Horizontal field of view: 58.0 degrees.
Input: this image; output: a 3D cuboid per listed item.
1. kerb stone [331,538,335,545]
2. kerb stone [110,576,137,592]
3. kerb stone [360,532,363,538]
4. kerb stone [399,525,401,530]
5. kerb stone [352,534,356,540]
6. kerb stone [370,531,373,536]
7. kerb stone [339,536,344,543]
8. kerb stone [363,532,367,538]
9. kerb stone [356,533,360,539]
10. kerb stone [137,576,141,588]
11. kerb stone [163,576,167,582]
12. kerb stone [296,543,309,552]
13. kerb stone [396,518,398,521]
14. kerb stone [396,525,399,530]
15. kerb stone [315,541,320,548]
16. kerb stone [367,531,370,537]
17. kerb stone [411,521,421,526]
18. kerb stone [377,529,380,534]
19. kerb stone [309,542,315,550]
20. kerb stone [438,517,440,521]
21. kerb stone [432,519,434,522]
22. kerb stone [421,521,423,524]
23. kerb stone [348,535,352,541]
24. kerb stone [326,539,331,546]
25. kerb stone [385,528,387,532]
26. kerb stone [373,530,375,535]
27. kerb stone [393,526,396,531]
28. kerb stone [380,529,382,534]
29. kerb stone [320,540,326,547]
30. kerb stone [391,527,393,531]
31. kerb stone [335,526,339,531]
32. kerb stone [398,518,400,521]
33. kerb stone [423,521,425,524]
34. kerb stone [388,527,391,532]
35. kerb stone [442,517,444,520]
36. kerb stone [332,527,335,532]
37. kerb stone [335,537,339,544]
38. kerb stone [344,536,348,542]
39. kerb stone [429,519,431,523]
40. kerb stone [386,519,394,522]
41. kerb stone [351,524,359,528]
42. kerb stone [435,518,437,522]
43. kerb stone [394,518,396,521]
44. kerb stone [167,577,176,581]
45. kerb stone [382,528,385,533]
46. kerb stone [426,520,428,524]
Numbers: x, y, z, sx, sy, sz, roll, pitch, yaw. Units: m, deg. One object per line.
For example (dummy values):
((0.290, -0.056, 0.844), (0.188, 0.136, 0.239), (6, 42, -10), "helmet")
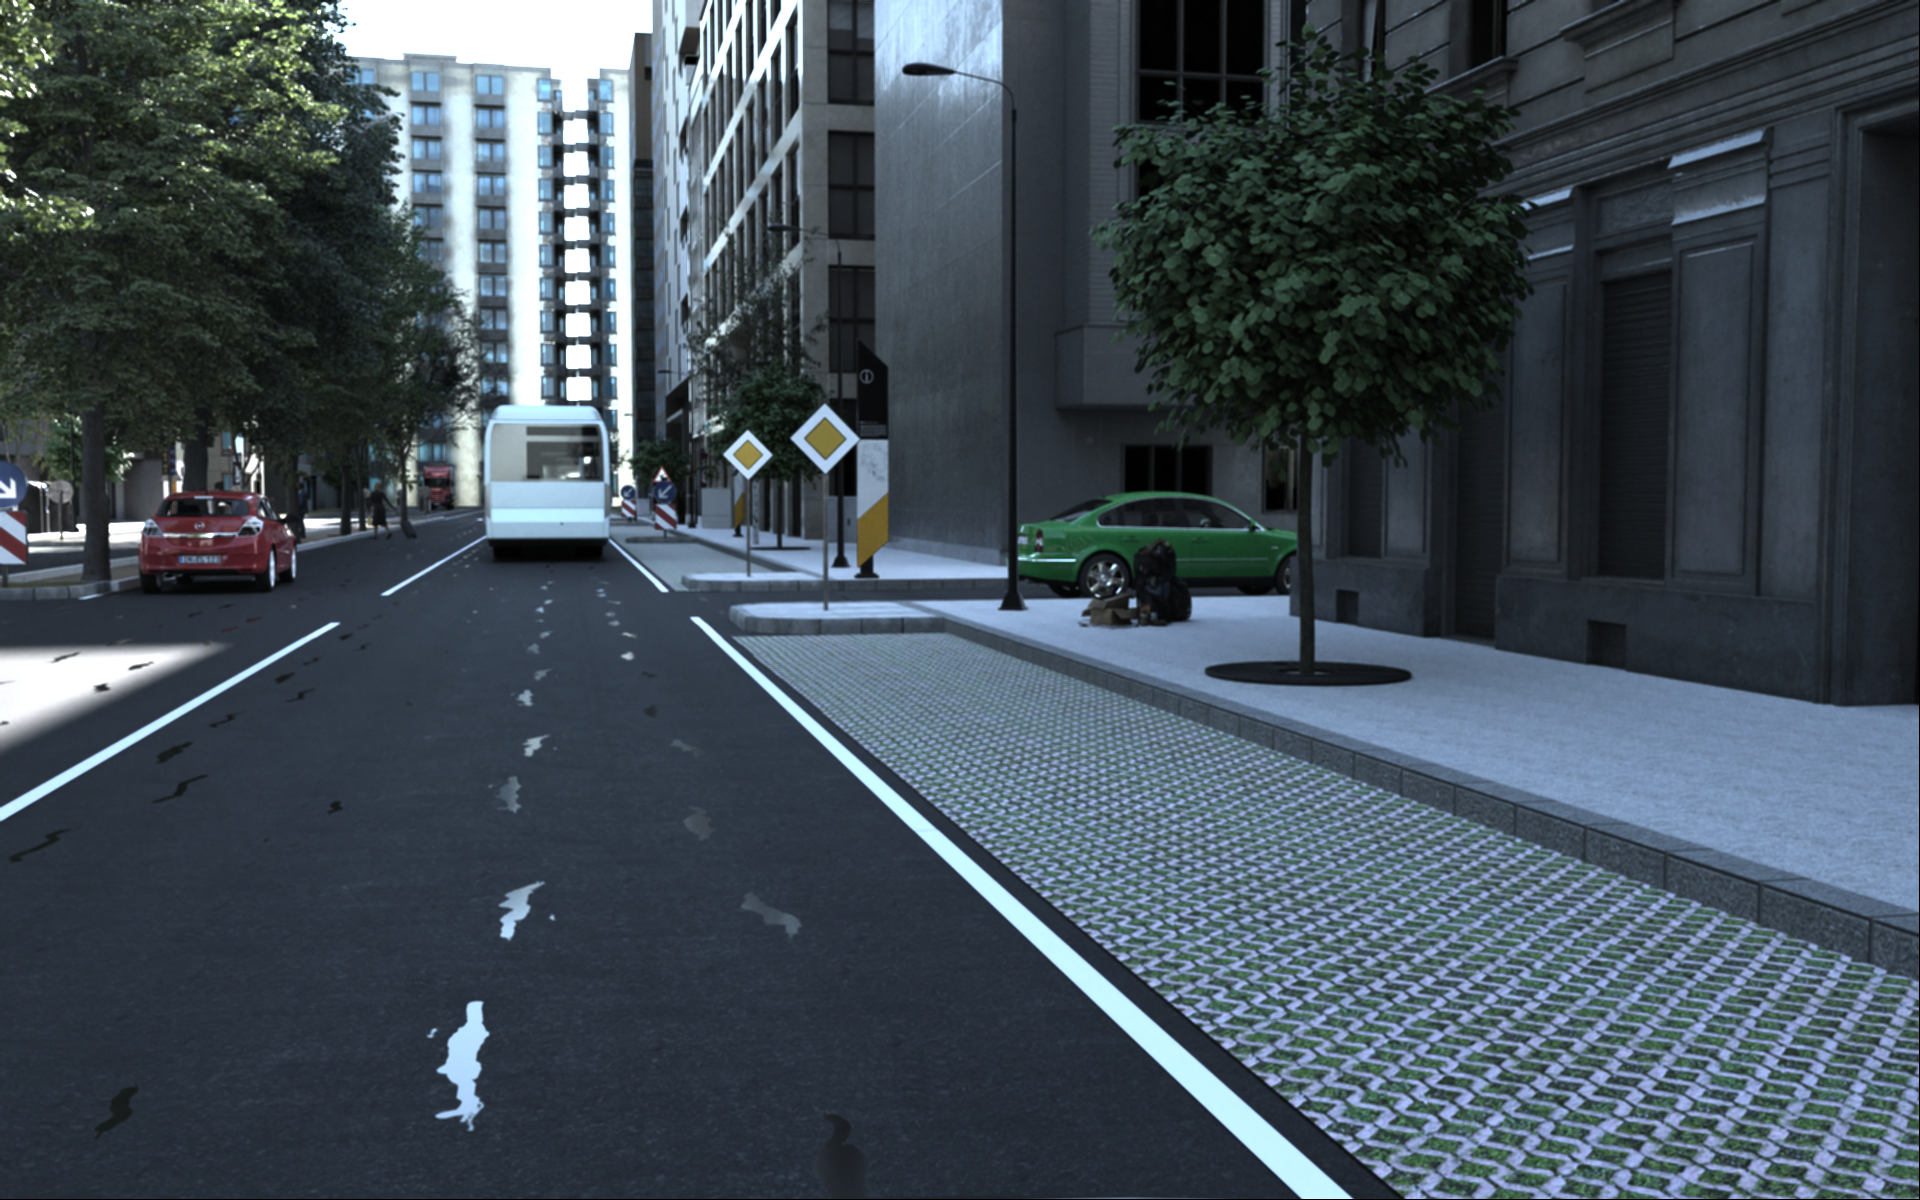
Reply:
((-17.819, -1.626, 48.838), (0.120, 0.150, 1.000), (-1, 4, -13), "kerb stone")
((-12.503, -0.223, 25.852), (0.120, 0.150, 1.000), (-1, 4, -13), "kerb stone")
((-19.436, -2.058, 55.839), (0.120, 0.150, 1.000), (-1, 4, -13), "kerb stone")
((-22.438, -2.852, 68.829), (0.120, 0.150, 1.000), (-1, 4, -13), "kerb stone")
((-18.973, -1.930, 53.842), (0.120, 0.150, 1.000), (-1, 4, -13), "kerb stone")
((-20.127, -2.240, 58.833), (0.120, 0.150, 1.000), (-1, 4, -13), "kerb stone")
((-18.283, -1.752, 50.835), (0.120, 0.150, 1.000), (-1, 4, -13), "kerb stone")
((-19.660, -2.118, 56.837), (0.120, 0.150, 1.000), (-1, 4, -13), "kerb stone")
((-19.207, -1.997, 54.843), (0.120, 0.150, 1.000), (-1, 4, -13), "kerb stone")
((-12.735, -0.285, 26.847), (0.120, 0.150, 1.000), (-1, 4, -13), "kerb stone")
((-12.966, -0.346, 27.846), (0.120, 0.150, 1.000), (-1, 4, -13), "kerb stone")
((-16.660, -1.320, 43.823), (0.120, 0.150, 1.000), (-1, 4, -13), "kerb stone")
((-29.568, -4.167, 90.323), (0.120, 0.150, 1.000), (-1, 4, -13), "kerb stone")
((-22.197, -2.791, 67.828), (0.120, 0.150, 1.000), (-1, 4, -13), "kerb stone")
((-17.122, -1.445, 45.828), (0.120, 0.150, 1.000), (-1, 4, -13), "kerb stone")
((-19.899, -2.180, 57.833), (0.120, 0.150, 1.000), (-1, 4, -13), "kerb stone")
((-24.753, -3.464, 78.835), (0.120, 0.150, 1.000), (-1, 4, -13), "kerb stone")
((-20.586, -2.363, 60.832), (0.120, 0.150, 1.000), (-1, 4, -13), "kerb stone")
((-16.891, -1.382, 44.832), (0.120, 0.150, 1.000), (-1, 4, -13), "kerb stone")
((-27.523, -4.197, 90.821), (0.120, 0.150, 1.000), (-1, 4, -13), "kerb stone")
((-26.596, -3.952, 86.816), (0.120, 0.150, 1.000), (-1, 4, -13), "kerb stone")
((-24.984, -3.522, 79.831), (0.120, 0.150, 1.000), (-1, 4, -13), "kerb stone")
((-18.742, -1.871, 52.846), (0.120, 0.150, 1.000), (-1, 4, -13), "kerb stone")
((-17.583, -1.568, 47.837), (0.120, 0.150, 1.000), (-1, 4, -13), "kerb stone")
((-21.294, -2.547, 63.832), (0.120, 0.150, 1.000), (-1, 4, -13), "kerb stone")
((-20.360, -2.296, 59.832), (0.120, 0.150, 1.000), (-1, 4, -13), "kerb stone")
((-21.979, -2.730, 66.829), (0.120, 0.150, 1.000), (-1, 4, -13), "kerb stone")
((-20.823, -2.422, 61.835), (0.120, 0.150, 1.000), (-1, 4, -13), "kerb stone")
((-17.353, -1.495, 46.833), (0.120, 0.150, 1.000), (-1, 4, -13), "kerb stone")
((-21.748, -2.669, 65.833), (0.120, 0.150, 1.000), (-1, 4, -13), "kerb stone")
((-24.019, -2.701, 66.351), (0.120, 0.150, 1.000), (-1, 4, -13), "kerb stone")
((-29.777, -4.219, 91.324), (0.120, 0.150, 1.000), (-1, 4, -13), "kerb stone")
((-25.208, -3.586, 80.829), (0.120, 0.150, 1.000), (-1, 4, -13), "kerb stone")
((-21.516, -2.608, 64.830), (0.120, 0.150, 1.000), (-1, 4, -13), "kerb stone")
((-28.212, -4.381, 93.822), (0.120, 0.150, 1.000), (-1, 4, -13), "kerb stone")
((-23.792, -2.640, 65.353), (0.120, 0.150, 1.000), (-1, 4, -13), "kerb stone")
((-18.059, -1.691, 49.838), (0.120, 0.150, 1.000), (-1, 4, -13), "kerb stone")
((-18.512, -1.814, 51.848), (0.120, 0.150, 1.000), (-1, 4, -13), "kerb stone")
((-26.134, -3.824, 84.824), (0.120, 0.150, 1.000), (-1, 4, -13), "kerb stone")
((-29.101, -4.045, 88.325), (0.120, 0.150, 1.000), (-1, 4, -13), "kerb stone")
((-25.641, -3.129, 73.347), (0.120, 0.150, 1.000), (-1, 4, -13), "kerb stone")
((-27.064, -4.074, 88.826), (0.120, 0.150, 1.000), (-1, 4, -13), "kerb stone")
((-29.330, -4.106, 89.323), (0.120, 0.150, 1.000), (-1, 4, -13), "kerb stone")
((-13.201, -0.406, 28.840), (0.120, 0.150, 1.000), (-1, 4, -13), "kerb stone")
((-21.052, -2.481, 62.839), (0.120, 0.150, 1.000), (-1, 4, -13), "kerb stone")
((-25.668, -3.708, 82.824), (0.120, 0.150, 1.000), (-1, 4, -13), "kerb stone")
